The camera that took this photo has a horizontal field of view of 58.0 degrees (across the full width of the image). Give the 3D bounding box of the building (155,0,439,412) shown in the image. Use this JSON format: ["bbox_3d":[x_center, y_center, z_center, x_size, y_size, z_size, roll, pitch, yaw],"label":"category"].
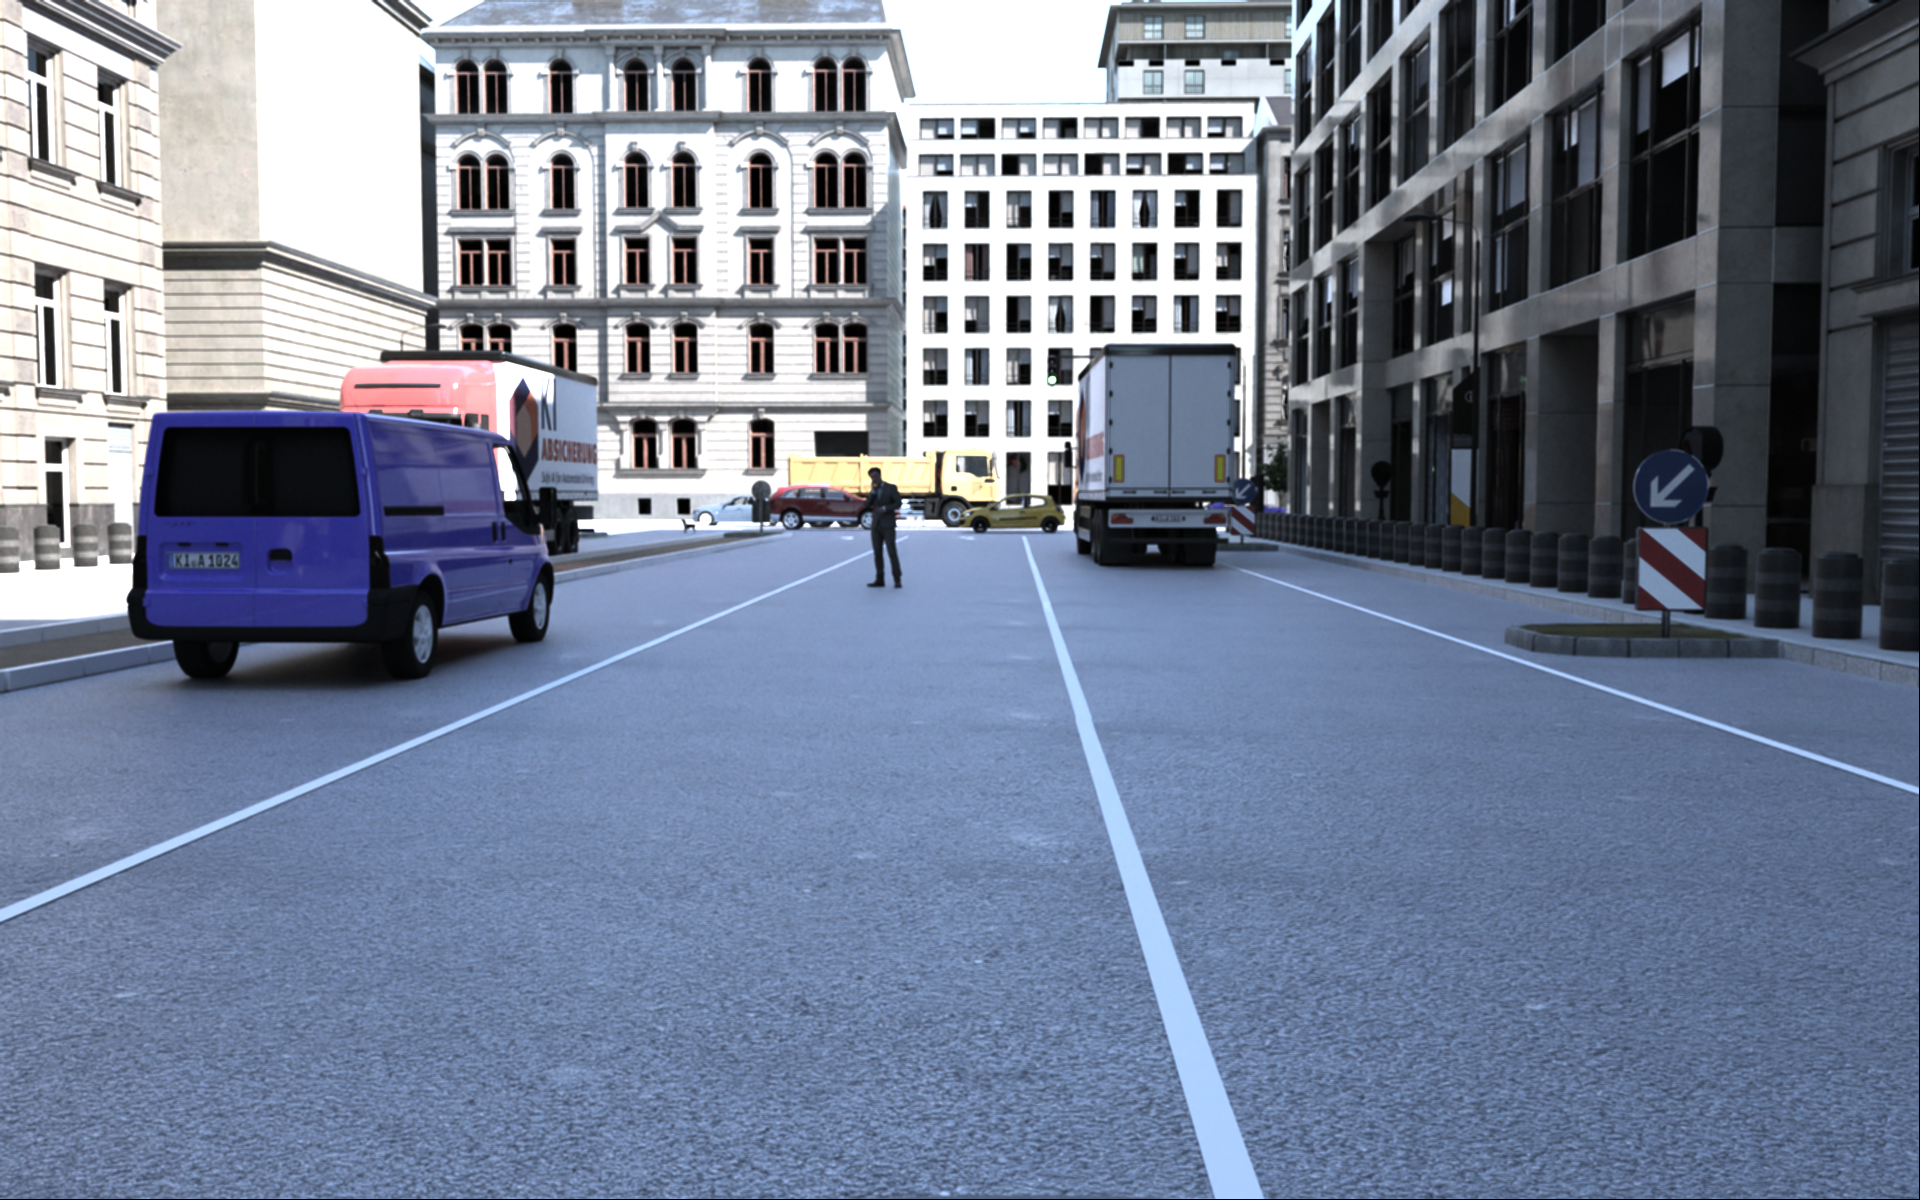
[{"bbox_3d":[-33.687,-14.069,49.105,34.723,24.649,14.460,0,4,2],"label":"building"}]

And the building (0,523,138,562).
[{"bbox_3d":[-23.491,-13.980,25.845,12.463,27.353,25.104,0,4,2],"label":"building"}]

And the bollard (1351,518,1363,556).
[{"bbox_3d":[8.432,-1.304,36.039,0.404,0.777,0.398,0,3,0],"label":"bollard"}]

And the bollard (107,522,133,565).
[{"bbox_3d":[-15.327,-1.033,31.607,0.404,0.777,0.398,0,3,0],"label":"bollard"}]

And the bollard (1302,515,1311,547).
[{"bbox_3d":[8.605,-1.674,42.085,0.404,0.777,0.398,0,3,0],"label":"bollard"}]

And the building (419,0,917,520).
[{"bbox_3d":[-14.387,-18.542,90.550,23.554,28.519,14.401,0,4,2],"label":"building"}]

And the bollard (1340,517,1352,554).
[{"bbox_3d":[8.464,-1.378,37.240,0.404,0.777,0.398,0,3,0],"label":"bollard"}]

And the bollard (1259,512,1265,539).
[{"bbox_3d":[8.817,-2.116,49.315,0.404,0.777,0.398,0,3,0],"label":"bollard"}]

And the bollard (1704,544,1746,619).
[{"bbox_3d":[7.913,-0.194,17.892,0.404,0.777,0.398,0,3,0],"label":"bollard"}]

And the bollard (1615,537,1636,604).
[{"bbox_3d":[7.984,-0.341,20.294,0.404,0.777,0.398,0,3,0],"label":"bollard"}]

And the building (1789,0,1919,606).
[{"bbox_3d":[17.286,-10.575,6.190,16.112,22.955,30.059,0,4,2],"label":"building"}]

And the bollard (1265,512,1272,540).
[{"bbox_3d":[8.779,-2.043,48.114,0.404,0.777,0.398,0,3,0],"label":"bollard"}]

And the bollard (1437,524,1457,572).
[{"bbox_3d":[8.221,-0.860,28.774,0.404,0.777,0.398,0,3,0],"label":"bollard"}]

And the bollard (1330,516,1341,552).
[{"bbox_3d":[8.501,-1.451,38.448,0.404,0.777,0.398,0,3,0],"label":"bollard"}]

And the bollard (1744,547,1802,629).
[{"bbox_3d":[7.876,-0.120,16.682,0.404,0.777,0.398,0,3,0],"label":"bollard"}]

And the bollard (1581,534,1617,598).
[{"bbox_3d":[8.017,-0.416,21.511,0.404,0.777,0.398,0,3,0],"label":"bollard"}]

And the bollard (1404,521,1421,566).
[{"bbox_3d":[8.298,-1.008,31.193,0.404,0.777,0.398,0,3,0],"label":"bollard"}]

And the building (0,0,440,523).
[{"bbox_3d":[-38.987,-17.879,89.584,25.104,27.353,12.463,0,4,2],"label":"building"}]

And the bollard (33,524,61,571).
[{"bbox_3d":[-15.395,-0.886,29.205,0.404,0.777,0.398,0,3,0],"label":"bollard"}]

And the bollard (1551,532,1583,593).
[{"bbox_3d":[8.053,-0.489,22.712,0.404,0.777,0.398,0,3,0],"label":"bollard"}]

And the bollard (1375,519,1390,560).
[{"bbox_3d":[8.363,-1.157,33.630,0.404,0.777,0.398,0,3,0],"label":"bollard"}]

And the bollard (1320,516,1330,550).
[{"bbox_3d":[8.535,-1.526,39.672,0.404,0.777,0.398,0,3,0],"label":"bollard"}]

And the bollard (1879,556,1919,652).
[{"bbox_3d":[7.811,0.027,14.272,0.404,0.777,0.398,0,3,0],"label":"bollard"}]

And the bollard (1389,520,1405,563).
[{"bbox_3d":[8.328,-1.082,32.411,0.404,0.777,0.398,0,3,0],"label":"bollard"}]

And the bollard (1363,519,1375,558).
[{"bbox_3d":[8.397,-1.231,34.838,0.404,0.777,0.398,0,3,0],"label":"bollard"}]

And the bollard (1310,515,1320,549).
[{"bbox_3d":[8.571,-1.600,40.879,0.404,0.777,0.398,0,3,0],"label":"bollard"}]

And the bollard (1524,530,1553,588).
[{"bbox_3d":[8.087,-0.563,23.920,0.404,0.777,0.398,0,3,0],"label":"bollard"}]

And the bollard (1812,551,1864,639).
[{"bbox_3d":[7.843,-0.046,15.474,0.404,0.777,0.398,0,3,0],"label":"bollard"}]

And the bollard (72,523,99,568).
[{"bbox_3d":[-15.355,-0.960,30.406,0.404,0.777,0.398,0,3,0],"label":"bollard"}]

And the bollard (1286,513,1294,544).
[{"bbox_3d":[8.676,-1.822,44.510,0.404,0.777,0.398,0,3,0],"label":"bollard"}]

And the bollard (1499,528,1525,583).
[{"bbox_3d":[8.122,-0.636,25.121,0.404,0.777,0.398,0,3,0],"label":"bollard"}]

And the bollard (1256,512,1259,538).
[{"bbox_3d":[8.847,-2.190,50.516,0.404,0.777,0.398,0,3,0],"label":"bollard"}]

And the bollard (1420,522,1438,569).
[{"bbox_3d":[8.257,-0.933,29.977,0.404,0.777,0.398,0,3,0],"label":"bollard"}]

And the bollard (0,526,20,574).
[{"bbox_3d":[-15.428,-0.812,27.996,0.404,0.777,0.398,0,3,0],"label":"bollard"}]

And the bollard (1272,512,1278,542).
[{"bbox_3d":[8.742,-1.969,46.913,0.404,0.777,0.398,0,3,0],"label":"bollard"}]

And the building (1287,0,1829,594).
[{"bbox_3d":[19.696,-14.287,38.114,19.350,26.468,34.151,0,4,2],"label":"building"}]

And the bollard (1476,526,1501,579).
[{"bbox_3d":[8.155,-0.711,26.344,0.404,0.777,0.398,0,3,0],"label":"bollard"}]

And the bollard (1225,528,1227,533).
[{"bbox_3d":[9.053,-2.632,57.756,0.404,0.777,0.398,0,3,0],"label":"bollard"}]

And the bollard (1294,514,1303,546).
[{"bbox_3d":[8.640,-1.747,43.288,0.404,0.777,0.398,0,3,0],"label":"bollard"}]

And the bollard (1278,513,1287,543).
[{"bbox_3d":[8.708,-1.896,45.711,0.404,0.777,0.398,0,3,0],"label":"bollard"}]

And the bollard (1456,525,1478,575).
[{"bbox_3d":[8.192,-0.786,27.562,0.404,0.777,0.398,0,3,0],"label":"bollard"}]

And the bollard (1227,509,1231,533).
[{"bbox_3d":[9.018,-2.559,56.555,0.404,0.777,0.398,0,3,0],"label":"bollard"}]
